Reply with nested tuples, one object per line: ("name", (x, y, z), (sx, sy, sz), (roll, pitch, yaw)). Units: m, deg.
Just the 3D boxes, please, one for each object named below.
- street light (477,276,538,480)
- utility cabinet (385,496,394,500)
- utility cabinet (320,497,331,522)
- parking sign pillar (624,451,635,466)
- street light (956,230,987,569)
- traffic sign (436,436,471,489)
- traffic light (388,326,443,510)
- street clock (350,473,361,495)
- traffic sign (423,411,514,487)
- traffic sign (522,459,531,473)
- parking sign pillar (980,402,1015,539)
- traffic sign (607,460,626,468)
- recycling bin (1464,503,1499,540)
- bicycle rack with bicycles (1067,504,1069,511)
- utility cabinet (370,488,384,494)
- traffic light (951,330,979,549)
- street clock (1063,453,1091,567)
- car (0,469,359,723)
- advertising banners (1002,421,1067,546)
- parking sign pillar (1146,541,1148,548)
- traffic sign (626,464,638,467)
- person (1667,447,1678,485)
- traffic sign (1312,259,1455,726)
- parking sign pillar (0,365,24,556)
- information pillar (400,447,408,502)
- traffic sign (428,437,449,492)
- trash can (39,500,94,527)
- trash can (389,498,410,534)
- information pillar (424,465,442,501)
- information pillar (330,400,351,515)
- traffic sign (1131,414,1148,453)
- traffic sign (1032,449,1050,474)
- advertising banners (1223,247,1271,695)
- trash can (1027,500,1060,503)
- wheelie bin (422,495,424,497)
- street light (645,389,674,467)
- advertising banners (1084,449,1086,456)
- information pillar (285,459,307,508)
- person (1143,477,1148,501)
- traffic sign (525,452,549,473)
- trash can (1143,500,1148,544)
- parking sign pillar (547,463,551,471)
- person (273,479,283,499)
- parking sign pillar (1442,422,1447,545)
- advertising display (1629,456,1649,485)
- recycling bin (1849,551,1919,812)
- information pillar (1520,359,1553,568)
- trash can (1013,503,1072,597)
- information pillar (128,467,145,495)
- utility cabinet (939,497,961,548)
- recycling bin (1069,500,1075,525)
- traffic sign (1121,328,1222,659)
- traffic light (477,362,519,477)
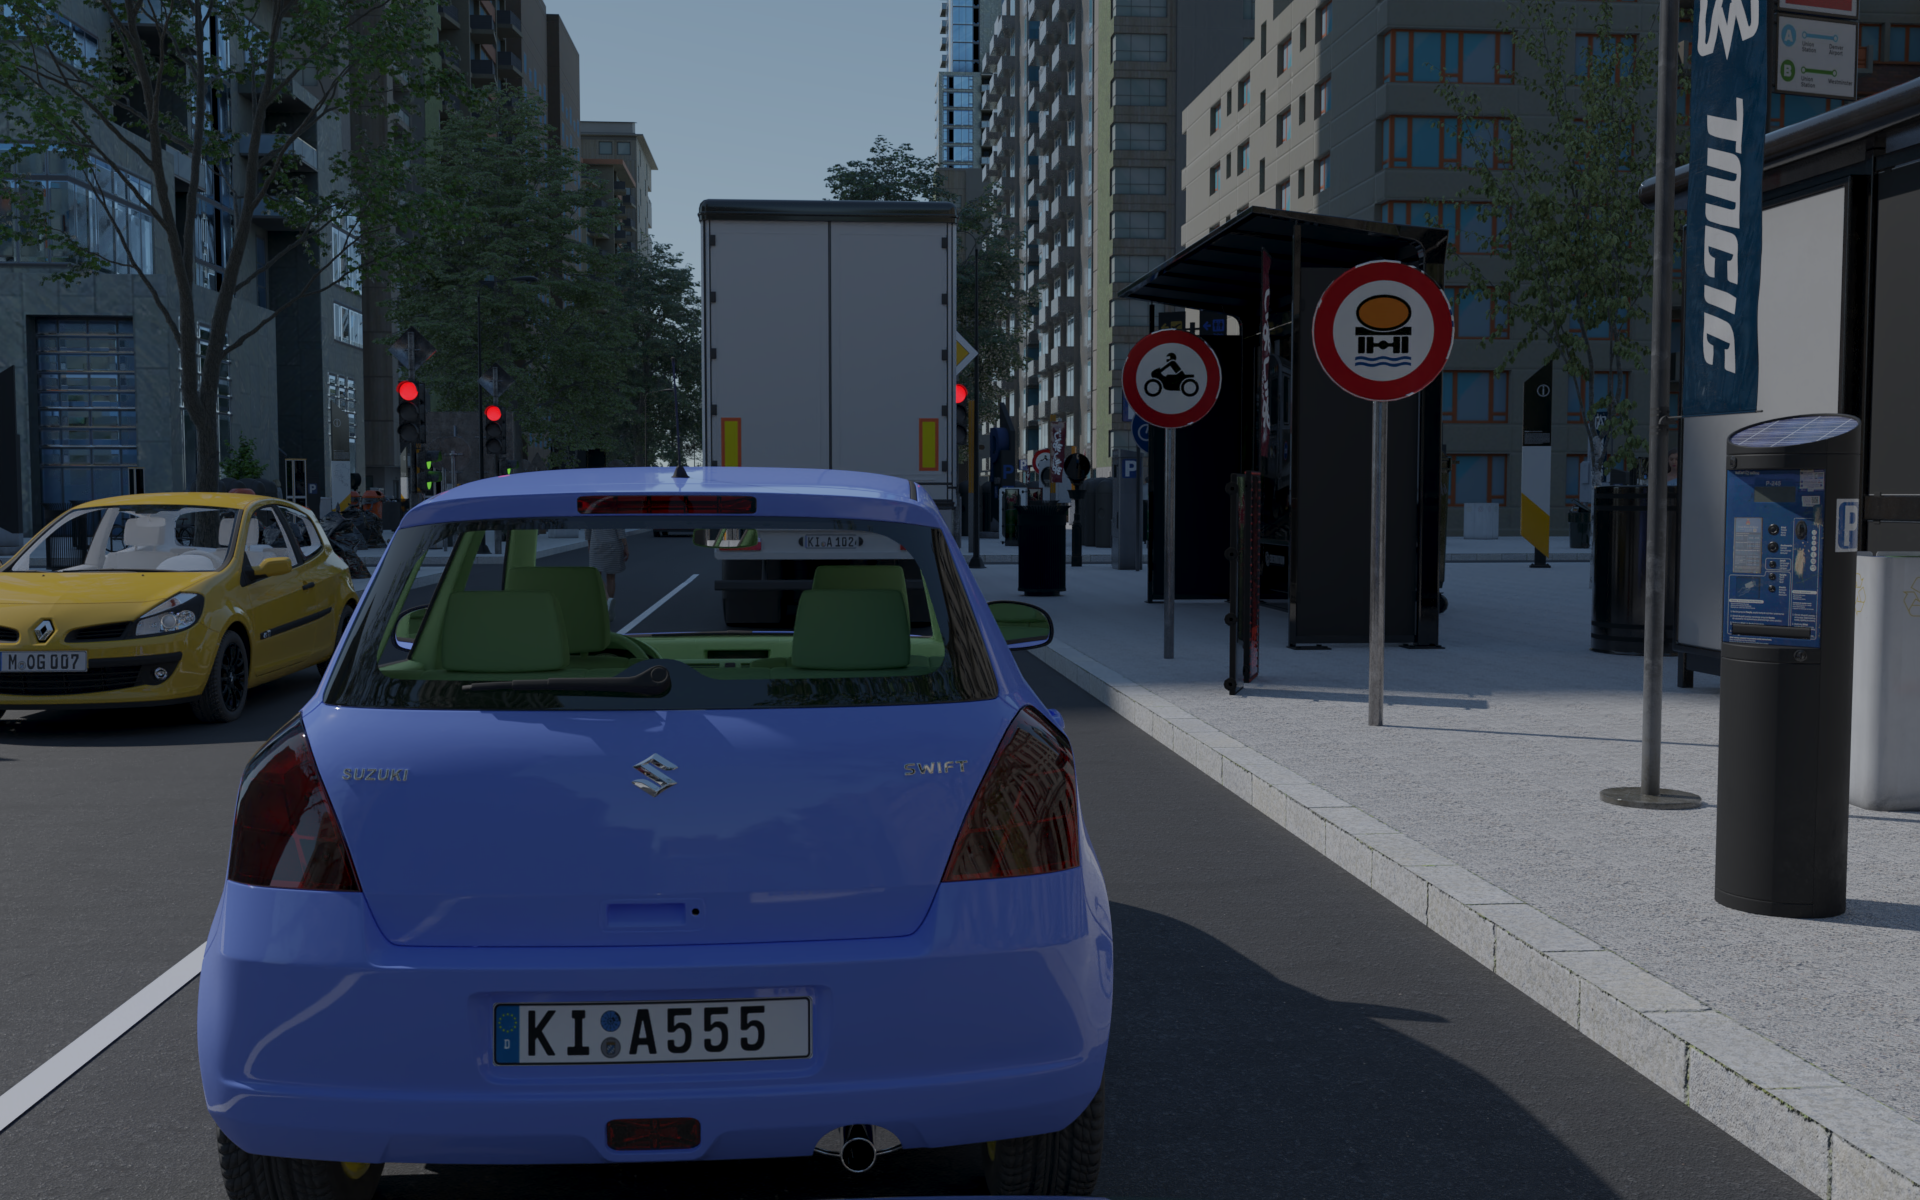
("street light", (-9.682, -3.941, 36.980), (1.470, 5.913, 1.316), (0, 4, -5))
("utility cabinet", (-23.285, -3.574, 69.602), (1.020, 1.237, 0.306), (0, 4, -5))
("utility cabinet", (-14.297, -1.683, 38.681), (0.306, 1.237, 1.020), (0, 4, -6))
("parking sign pillar", (-17.837, -6.448, 93.900), (1.447, 3.967, 1.447), (2, 4, 33))
("street light", (-0.256, -3.499, 29.747), (1.470, 5.913, 1.316), (0, 4, -5))
("traffic sign", (-11.157, -2.328, 38.175), (0.768, 2.556, 0.104), (0, 4, -2))
("traffic light", (-9.114, -2.447, 28.931), (0.839, 4.253, 0.868), (0, 4, -5))
("street clock", (-20.773, -3.360, 59.499), (0.471, 2.002, 0.358), (3, 5, 41))
("traffic sign", (-12.122, -2.987, 42.714), (2.265, 3.308, 0.079), (0, 4, 3))
("traffic sign", (-15.937, -3.851, 63.064), (0.768, 2.556, 0.104), (0, 4, 0))
("parking sign pillar", (1.243, -3.778, 50.250), (1.447, 3.967, 1.447), (-1, 4, -13))
("traffic sign", (-12.664, -3.902, 63.904), (0.768, 2.556, 0.104), (0, 4, -4))
("recycling bin", (14.776, -2.235, 49.099), (0.722, 1.027, 0.722), (-3, 5, -43))
("bicycle rack with bicycles", (5.015, -4.883, 93.227), (2.925, 0.926, 2.852), (1, 4, 19))
("utility cabinet", (-20.163, -3.138, 59.984), (0.318, 1.500, 1.173), (-1, 4, -10))
("traffic light", (-0.092, -2.499, 29.775), (0.839, 4.253, 0.868), (0, 4, -5))
("street clock", (2.066, -1.592, 30.605), (0.471, 2.002, 0.358), (0, 4, 6))
("car", (-5.484, -0.109, 12.009), (2.015, 1.641, 3.980), (0, 4, -4))
("advertising banners", (1.799, -2.801, 41.992), (2.074, 3.025, 0.090), (3, 5, 44))
("parking sign pillar", (5.118, -3.196, 40.729), (1.447, 3.967, 1.447), (0, 4, 4))
("traffic sign", (-13.992, -4.511, 73.863), (0.768, 2.556, 0.104), (0, 4, -4))
("person", (8.115, -0.829, 19.696), (0.778, 1.811, 0.616), (-3, 5, -42))
("traffic sign", (2.306, -0.576, 9.527), (0.768, 2.556, 0.104), (0, 4, 3))
("parking sign pillar", (-20.403, -2.920, 36.212), (1.447, 3.967, 1.447), (-1, 4, -17))
("information pillar", (-27.539, -5.781, 85.881), (0.504, 3.616, 0.183), (3, 4, 37))
("traffic sign", (-11.494, -2.356, 38.621), (0.768, 2.556, 0.104), (0, 4, 0))
("trash can", (-14.531, -1.010, 28.162), (0.748, 1.137, 0.748), (0, 3, 0))
("trash can", (-18.203, -2.736, 56.379), (0.748, 1.137, 0.748), (0, 3, 0))
("information pillar", (-12.193, -2.177, 40.091), (0.304, 2.012, 0.304), (1, 4, 15))
("information pillar", (-15.542, -3.185, 43.434), (0.183, 3.616, 0.504), (3, 5, 39))
("traffic sign", (2.667, -1.411, 23.179), (0.768, 2.556, 0.104), (0, 4, 3))
("traffic sign", (2.394, -2.972, 48.692), (0.768, 2.556, 0.104), (0, 4, -4))
("advertising banners", (1.999, -0.958, 11.850), (0.090, 3.025, 2.074), (1, 4, 16))
("trash can", (1.932, -1.737, 40.050), (0.748, 1.137, 0.748), (0, 3, 0))
("wheelie bin", (-29.446, -5.413, 96.402), (0.980, 1.594, 0.693), (-1, 4, -20))
("street light", (-13.329, -6.364, 76.591), (1.470, 5.913, 1.316), (0, 4, -5))
("advertising banners", (4.752, -4.358, 67.441), (0.090, 3.025, 2.074), (0, 4, -2))
("information pillar", (-13.842, -1.936, 36.147), (0.304, 2.012, 0.304), (3, 5, 39))
("person", (6.027, -3.054, 55.814), (0.661, 1.843, 0.795), (0, 4, 7))
("traffic sign", (-13.136, -3.295, 53.881), (0.884, 2.594, 0.081), (0, 4, 0))
("trash can", (4.966, -2.012, 44.556), (0.748, 1.137, 0.748), (0, 3, 0))
("parking sign pillar", (-24.791, -7.141, 105.231), (1.447, 3.967, 1.447), (0, 4, -3))
("person", (-23.581, -3.280, 59.856), (0.728, 1.800, 0.709), (-1, 4, -9))
("parking sign pillar", (11.626, -3.391, 43.922), (1.447, 3.967, 1.447), (0, 4, -4))
("advertising display", (11.797, -1.518, 30.032), (0.123, 1.923, 0.974), (3, 4, 37))
("recycling bin", (4.040, 0.320, 7.323), (0.722, 1.027, 0.722), (0, 3, 0))
("information pillar", (10.007, -2.365, 30.026), (0.504, 3.616, 0.183), (1, 4, 11))
("trash can", (1.036, -0.624, 21.849), (0.748, 1.137, 0.748), (0, 3, 0))
("information pillar", (-22.714, -2.650, 47.815), (0.304, 2.012, 0.304), (2, 4, 32))
("utility cabinet", (-0.479, -1.833, 41.125), (1.020, 1.237, 0.306), (0, 4, 1))
("recycling bin", (4.915, -3.589, 71.242), (0.722, 1.027, 0.722), (1, 4, 22))
("traffic sign", (1.630, -0.815, 13.431), (0.768, 2.556, 0.104), (0, 4, 3))
("traffic light", (-9.846, -2.933, 36.883), (0.839, 4.253, 0.868), (0, 4, -5))
